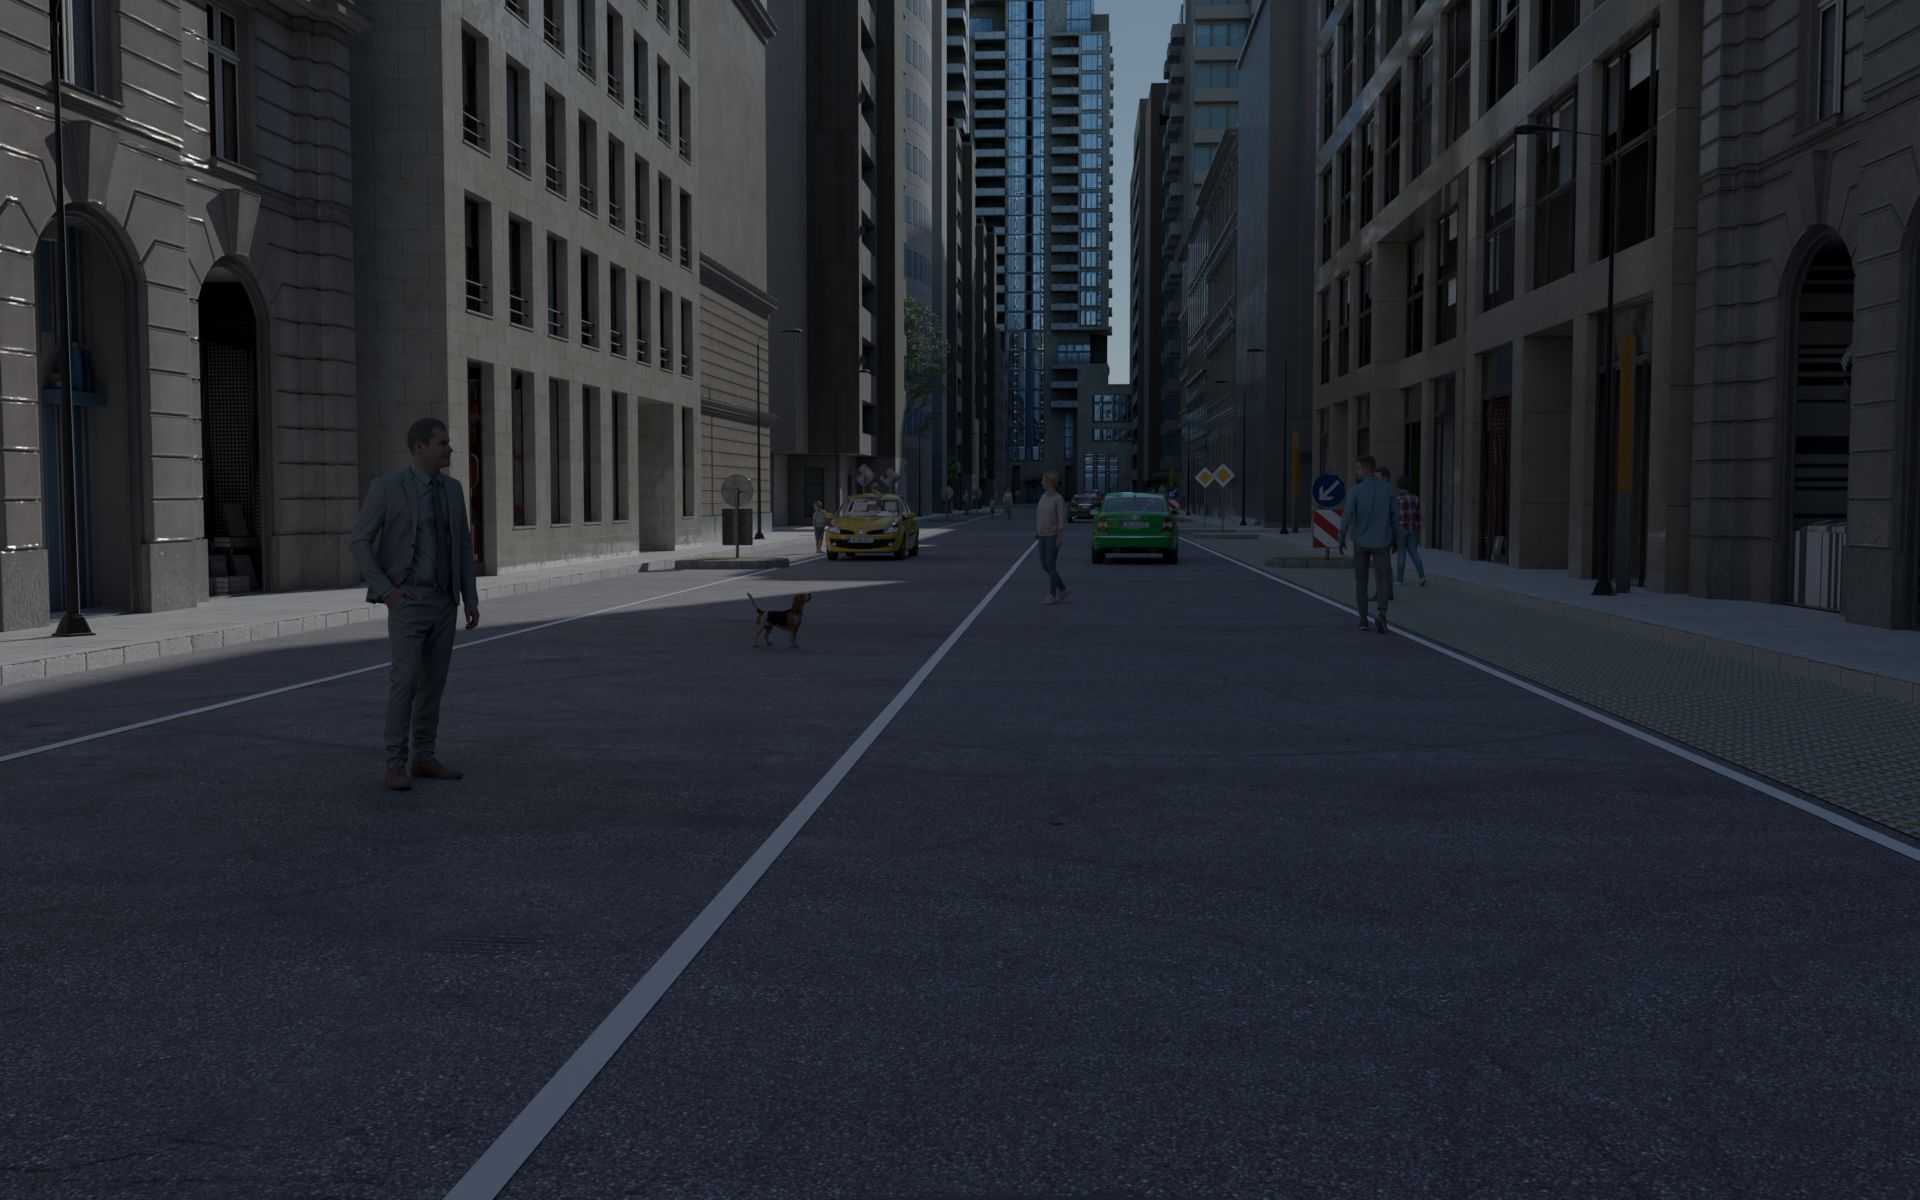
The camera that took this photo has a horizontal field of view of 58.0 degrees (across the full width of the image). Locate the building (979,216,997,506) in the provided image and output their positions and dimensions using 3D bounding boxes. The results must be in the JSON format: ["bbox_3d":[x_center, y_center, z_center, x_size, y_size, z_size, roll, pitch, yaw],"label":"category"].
[{"bbox_3d":[-3.548,-24.932,179.336,14.160,30.474,14.107,0,4,4],"label":"building"}]

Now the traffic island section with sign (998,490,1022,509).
[{"bbox_3d":[4.683,-9.685,166.976,1.989,1.847,2.006,0,4,4],"label":"traffic island section with sign"}]

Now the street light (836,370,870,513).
[{"bbox_3d":[-4.070,-5.642,64.780,1.470,5.913,1.316,0,4,4],"label":"street light"}]

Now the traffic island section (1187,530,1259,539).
[{"bbox_3d":[8.536,-2.072,56.156,2.009,0.180,2.903,0,4,4],"label":"traffic island section"}]

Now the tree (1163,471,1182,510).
[{"bbox_3d":[17.721,-9.209,145.174,1.663,3.219,1.824,0,3,0],"label":"tree"}]

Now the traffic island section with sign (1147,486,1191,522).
[{"bbox_3d":[10.759,-4.895,88.664,1.989,1.847,2.006,0,4,4],"label":"traffic island section with sign"}]

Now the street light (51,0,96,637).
[{"bbox_3d":[-7.494,-2.626,15.478,1.470,5.913,1.316,0,4,4],"label":"street light"}]

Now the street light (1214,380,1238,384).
[{"bbox_3d":[11.067,-6.008,70.774,1.470,5.913,1.316,0,4,4],"label":"street light"}]

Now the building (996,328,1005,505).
[{"bbox_3d":[-9.740,-21.953,203.970,28.899,21.520,27.650,0,4,4],"label":"building"}]

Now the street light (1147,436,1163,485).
[{"bbox_3d":[15.633,-10.146,138.426,1.470,5.913,1.316,0,4,4],"label":"street light"}]

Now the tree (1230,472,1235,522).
[{"bbox_3d":[12.920,-5.176,79.234,1.663,3.219,1.824,0,3,0],"label":"tree"}]

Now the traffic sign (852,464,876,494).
[{"bbox_3d":[-3.154,-3.257,56.896,0.795,2.450,0.064,0,4,4],"label":"traffic sign"}]

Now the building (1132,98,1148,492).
[{"bbox_3d":[31.227,-35.412,202.695,21.300,48.544,21.600,0,4,4],"label":"building"}]

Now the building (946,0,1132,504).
[{"bbox_3d":[7.370,-56.250,232.352,31.000,86.520,22.319,0,4,4],"label":"building"}]

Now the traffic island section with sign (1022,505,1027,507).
[{"bbox_3d":[6.525,-11.330,193.868,1.989,1.847,2.006,0,4,4],"label":"traffic island section with sign"}]

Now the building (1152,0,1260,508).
[{"bbox_3d":[30.467,-33.186,162.192,23.786,49.044,30.456,0,4,4],"label":"building"}]

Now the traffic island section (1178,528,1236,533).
[{"bbox_3d":[9.081,-2.559,64.122,2.009,0.180,2.903,0,4,4],"label":"traffic island section"}]

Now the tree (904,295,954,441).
[{"bbox_3d":[-3.908,-9.691,84.197,9.928,11.665,9.643,0,3,0],"label":"tree"}]

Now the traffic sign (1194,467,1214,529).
[{"bbox_3d":[9.057,-3.694,64.047,0.795,2.450,0.064,0,4,4],"label":"traffic sign"}]

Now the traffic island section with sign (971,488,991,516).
[{"bbox_3d":[1.219,-6.594,116.442,1.989,1.847,2.006,0,4,4],"label":"traffic island section with sign"}]

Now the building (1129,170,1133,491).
[{"bbox_3d":[29.707,-35.406,229.001,14.200,45.320,14.600,0,4,4],"label":"building"}]

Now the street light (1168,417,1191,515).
[{"bbox_3d":[13.271,-8.081,104.666,1.470,5.913,1.316,0,4,4],"label":"street light"}]

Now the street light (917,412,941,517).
[{"bbox_3d":[-1.753,-7.699,98.425,1.470,5.913,1.316,0,4,4],"label":"street light"}]

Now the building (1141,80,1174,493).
[{"bbox_3d":[26.930,-32.726,185.178,14.600,45.320,14.200,0,4,4],"label":"building"}]

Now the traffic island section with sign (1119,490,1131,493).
[{"bbox_3d":[17.874,-11.248,192.533,1.989,1.847,2.006,0,4,4],"label":"traffic island section with sign"}]

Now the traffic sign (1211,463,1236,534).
[{"bbox_3d":[8.512,-3.207,56.080,0.795,2.450,0.064,0,4,4],"label":"traffic sign"}]

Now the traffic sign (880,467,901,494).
[{"bbox_3d":[-2.609,-3.744,64.862,0.795,2.450,0.064,0,4,4],"label":"traffic sign"}]

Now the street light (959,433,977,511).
[{"bbox_3d":[0.590,-9.744,131.860,1.470,5.913,1.316,0,4,4],"label":"street light"}]

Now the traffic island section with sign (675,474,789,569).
[{"bbox_3d":[-4.412,-1.551,33.988,1.989,1.847,2.006,0,4,4],"label":"traffic island section with sign"}]

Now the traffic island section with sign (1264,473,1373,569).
[{"bbox_3d":[7.032,-1.555,34.057,1.989,1.847,2.006,0,4,4],"label":"traffic island section with sign"}]

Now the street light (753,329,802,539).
[{"bbox_3d":[-5.147,-4.669,48.874,1.470,5.913,1.316,0,4,4],"label":"street light"}]

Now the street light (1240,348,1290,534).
[{"bbox_3d":[9.830,-5.060,55.272,1.470,5.913,1.316,0,4,4],"label":"street light"}]

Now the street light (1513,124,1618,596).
[{"bbox_3d":[7.640,-3.017,21.865,1.470,5.913,1.316,0,4,4],"label":"street light"}]

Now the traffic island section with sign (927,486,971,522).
[{"bbox_3d":[-0.619,-4.943,89.449,1.989,1.847,2.006,0,4,4],"label":"traffic island section with sign"}]

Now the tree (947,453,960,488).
[{"bbox_3d":[-1.507,-8.524,123.088,4.285,4.588,4.351,0,3,0],"label":"tree"}]
